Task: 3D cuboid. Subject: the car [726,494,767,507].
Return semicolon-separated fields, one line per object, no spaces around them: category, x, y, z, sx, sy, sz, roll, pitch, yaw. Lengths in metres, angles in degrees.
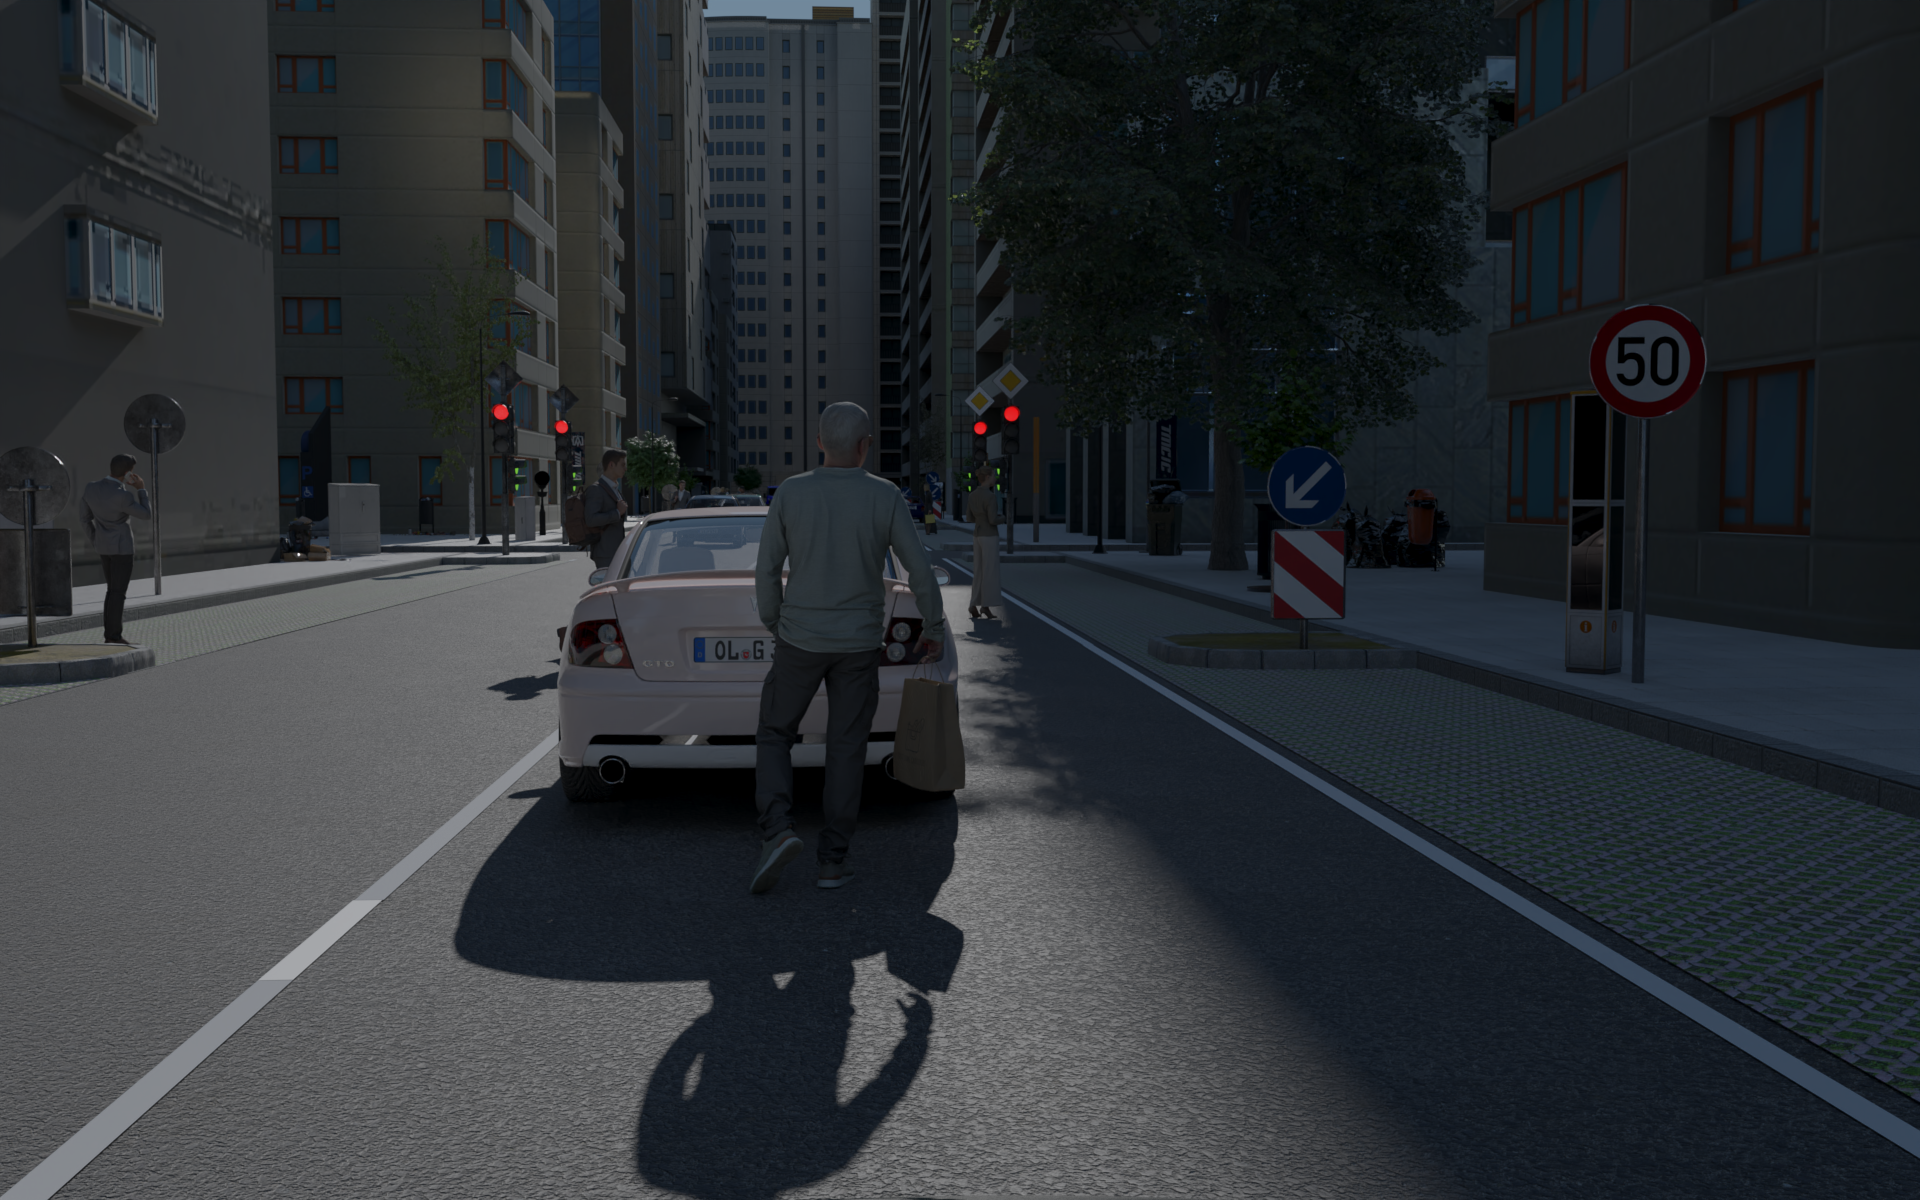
car;-6.846;-2.604;54.367;2.131;1.459;4.920;0;4;-6

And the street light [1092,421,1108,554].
street light;2.477;-3.951;37.143;1.470;5.913;1.316;0;4;-4

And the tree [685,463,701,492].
tree;-17.071;-6.876;107.024;1.663;3.219;1.824;0;3;0

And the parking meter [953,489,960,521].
parking meter;-0.149;-4.591;83.474;0.372;1.533;0.369;0;3;0

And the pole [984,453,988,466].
pole;1.292;-5.621;85.742;0.158;3.312;0.155;0;3;0

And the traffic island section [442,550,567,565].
traffic island section;-9.568;-0.865;36.416;2.009;0.180;2.903;0;4;-4

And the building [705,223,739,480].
building;-30.990;-25.343;186.057;14.107;30.474;14.160;0;4;-4

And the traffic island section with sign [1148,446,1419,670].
traffic island section with sign;2.694;-0.390;15.002;1.989;1.847;2.006;0;4;-4

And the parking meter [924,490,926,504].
parking meter;-1.982;-5.833;101.080;0.255;1.863;0.399;0;4;1

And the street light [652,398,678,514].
street light;-14.305;-6.799;83.709;1.470;5.913;1.316;0;4;-4

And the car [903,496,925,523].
car;-2.583;-4.499;86.146;1.945;1.354;3.894;0;4;-4

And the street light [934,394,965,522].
street light;-0.496;-6.586;80.217;1.470;5.913;1.316;0;4;-4

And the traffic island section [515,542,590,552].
traffic island section;-10.138;-1.352;44.381;2.009;0.180;2.903;0;4;-4

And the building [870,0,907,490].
building;-0.629;-47.452;214.096;20.611;71.187;20.563;0;4;-4

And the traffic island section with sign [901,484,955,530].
traffic island section with sign;-1.218;-3.734;69.674;1.989;1.847;2.006;0;4;-4

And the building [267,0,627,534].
building;-28.947;-13.650;68.218;27.650;21.520;28.899;0;4;-4

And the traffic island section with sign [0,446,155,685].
traffic island section with sign;-7.624;-0.315;13.773;1.989;1.847;2.006;0;4;-4

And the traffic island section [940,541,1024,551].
traffic island section;0.527;-1.398;45.137;2.009;0.180;2.903;0;4;-4

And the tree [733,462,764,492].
tree;-21.788;-11.880;177.949;4.285;4.588;4.351;0;3;0

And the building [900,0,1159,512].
building;5.556;-32.827;160.429;21.300;48.544;21.600;0;4;-4

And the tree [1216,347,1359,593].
tree;4.439;-1.723;22.767;1.663;3.219;1.824;0;3;0

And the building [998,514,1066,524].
building;12.162;-28.179;84.435;21.300;48.544;21.600;0;4;-4

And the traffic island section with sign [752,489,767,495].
traffic island section with sign;-17.086;-8.396;145.904;1.989;1.847;2.006;0;4;-4

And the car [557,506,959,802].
car;-1.049;0.175;9.504;2.083;1.381;4.827;0;4;-5

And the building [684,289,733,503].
building;-35.785;-19.258;159.913;27.650;21.520;28.899;0;4;-4

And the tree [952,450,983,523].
tree;0.348;-5.030;76.834;1.663;3.219;1.824;0;3;0

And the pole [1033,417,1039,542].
pole;2.027;-3.190;45.993;0.158;3.312;0.155;0;3;0

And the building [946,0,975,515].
building;6.016;-26.085;110.080;14.154;41.232;14.086;0;4;-4

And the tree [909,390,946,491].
tree;-1.863;-10.592;123.545;4.360;8.622;3.978;0;3;0

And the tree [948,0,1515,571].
tree;4.443;-7.477;28.897;9.857;13.997;8.962;0;3;0

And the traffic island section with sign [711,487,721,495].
traffic island section with sign;-13.581;-5.405;96.991;1.989;1.847;2.006;0;4;-4

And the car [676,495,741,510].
car;-6.812;-2.190;47.804;2.014;1.417;4.499;0;4;-4

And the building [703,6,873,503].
building;-24.990;-41.035;212.922;28.212;58.520;21.231;0;4;-4

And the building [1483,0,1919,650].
building;21.807;-10.032;9.069;27.650;21.520;28.899;0;4;-4

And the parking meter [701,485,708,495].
parking meter;-16.983;-6.693;115.135;0.399;1.863;0.255;2;4;24

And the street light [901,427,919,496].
street light;-3.400;-8.999;119.669;1.470;5.913;1.316;0;4;-4

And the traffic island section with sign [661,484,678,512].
traffic island section with sign;-11.625;-3.728;69.589;1.989;1.847;2.006;0;4;-4

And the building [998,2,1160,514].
building;7.796;-31.515;138.974;21.300;48.544;21.600;0;4;-4

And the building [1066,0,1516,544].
building;19.126;-45.370;54.473;31.000;86.520;22.319;0;4;-4

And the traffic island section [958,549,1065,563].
traffic island section;1.097;-0.911;37.172;2.009;0.180;2.903;0;4;-4

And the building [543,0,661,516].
building;-26.437;-27.991;107.761;14.600;45.320;14.200;0;4;-4

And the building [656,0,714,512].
building;-33.207;-33.131;130.928;28.713;52.752;27.495;0;4;-4

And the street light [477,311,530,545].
street light;-11.598;-4.373;44.033;1.470;5.913;1.316;0;4;-4

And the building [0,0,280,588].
building;-22.495;-24.222;19.735;21.600;48.544;21.300;0;4;-4
